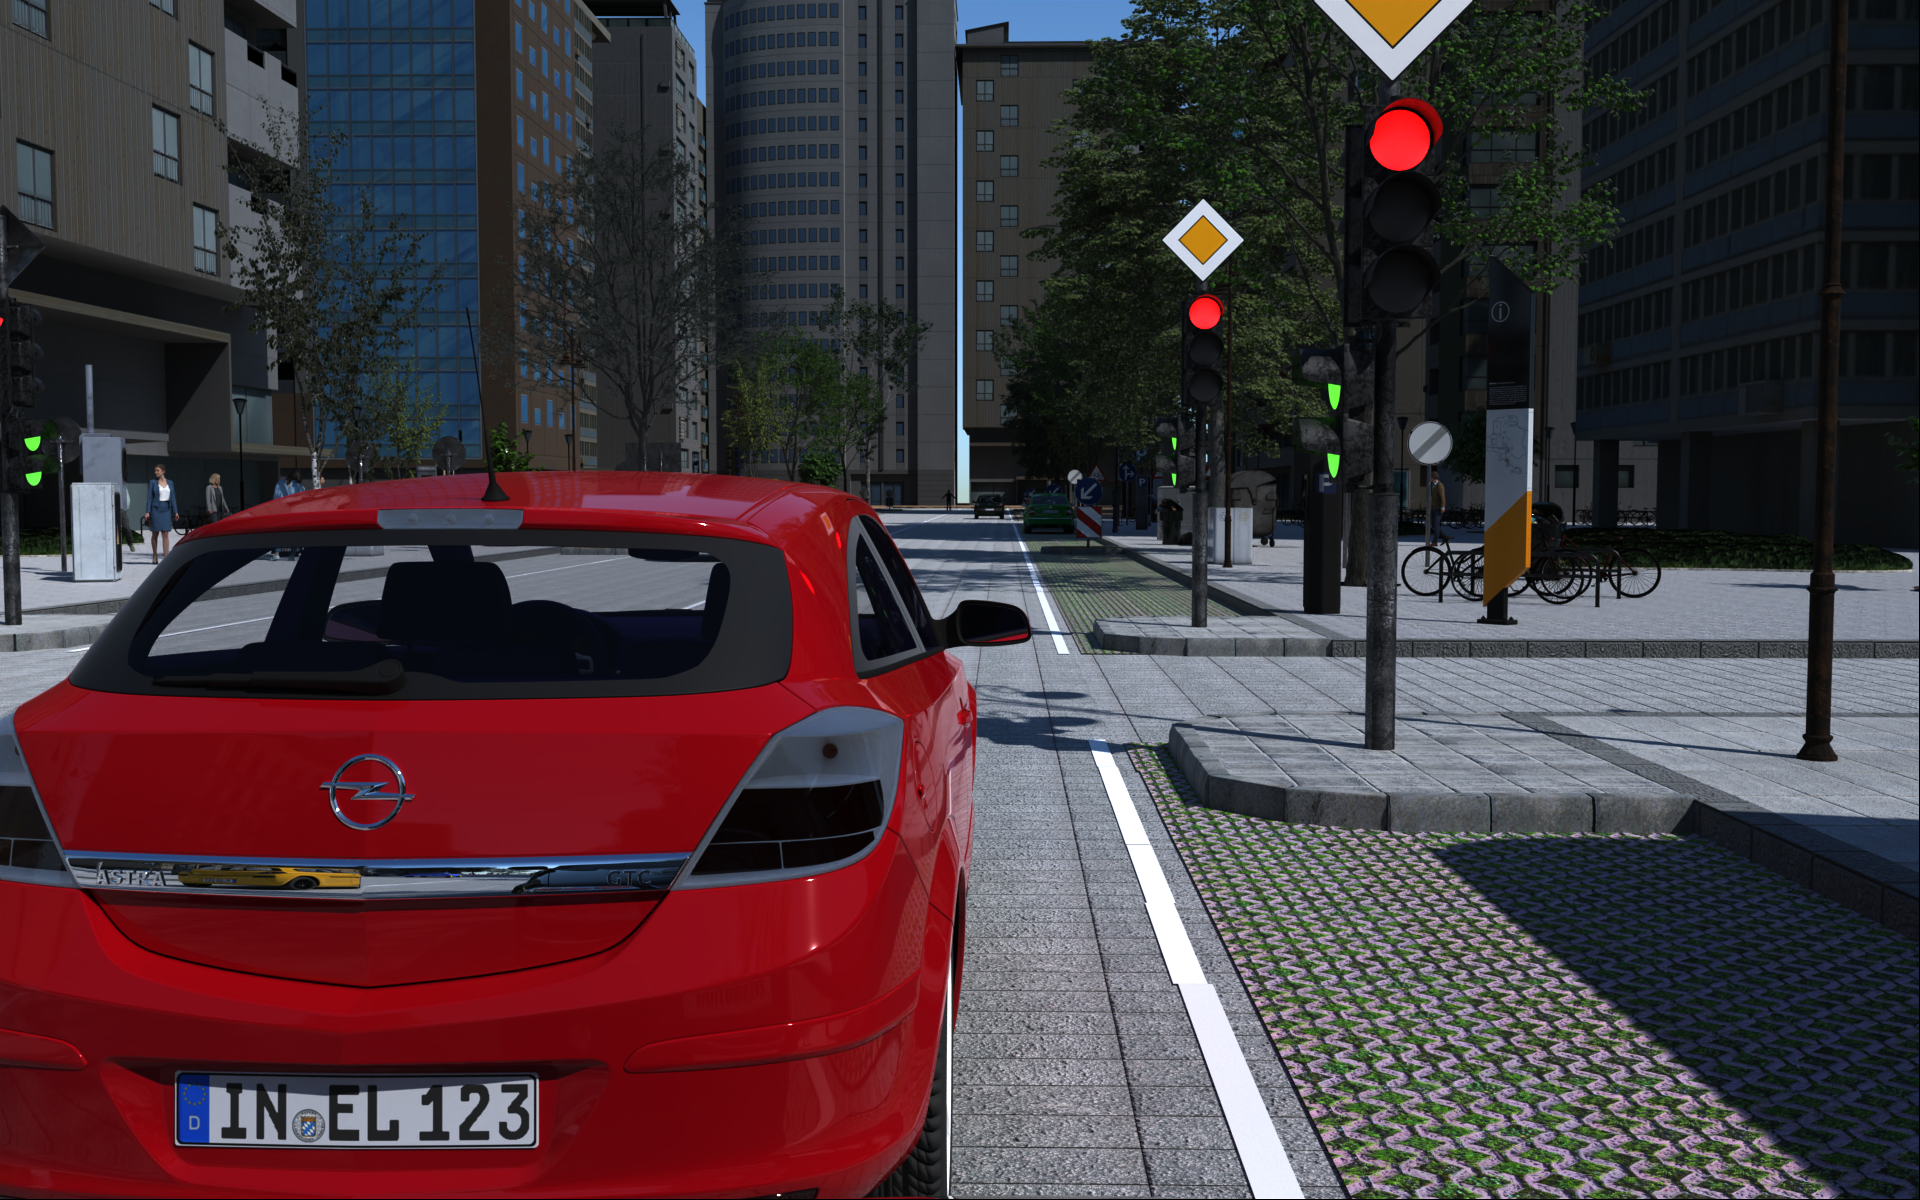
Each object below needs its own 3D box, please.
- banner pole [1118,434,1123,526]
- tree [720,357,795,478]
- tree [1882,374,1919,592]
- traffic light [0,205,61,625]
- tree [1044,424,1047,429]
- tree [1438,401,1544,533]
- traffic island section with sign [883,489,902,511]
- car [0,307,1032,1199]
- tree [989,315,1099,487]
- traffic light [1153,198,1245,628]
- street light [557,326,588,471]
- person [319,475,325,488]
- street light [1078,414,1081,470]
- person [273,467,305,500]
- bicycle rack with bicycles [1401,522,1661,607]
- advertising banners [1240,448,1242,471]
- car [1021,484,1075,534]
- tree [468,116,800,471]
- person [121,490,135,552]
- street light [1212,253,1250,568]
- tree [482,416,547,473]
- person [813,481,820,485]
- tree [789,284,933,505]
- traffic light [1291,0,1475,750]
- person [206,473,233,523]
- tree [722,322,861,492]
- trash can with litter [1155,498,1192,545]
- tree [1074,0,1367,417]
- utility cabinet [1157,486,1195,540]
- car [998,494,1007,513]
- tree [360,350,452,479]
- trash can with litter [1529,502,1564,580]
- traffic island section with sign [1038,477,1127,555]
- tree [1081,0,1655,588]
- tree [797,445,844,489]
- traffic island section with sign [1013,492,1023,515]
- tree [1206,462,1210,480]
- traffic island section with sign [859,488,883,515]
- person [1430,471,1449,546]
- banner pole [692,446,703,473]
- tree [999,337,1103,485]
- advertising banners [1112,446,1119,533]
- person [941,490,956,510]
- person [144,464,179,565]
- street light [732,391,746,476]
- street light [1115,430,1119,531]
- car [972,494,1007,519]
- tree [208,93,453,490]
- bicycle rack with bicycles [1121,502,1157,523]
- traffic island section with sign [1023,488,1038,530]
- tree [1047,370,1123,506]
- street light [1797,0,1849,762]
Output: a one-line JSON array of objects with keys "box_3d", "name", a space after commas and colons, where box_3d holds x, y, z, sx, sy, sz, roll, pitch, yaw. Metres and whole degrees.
[{"box_3d": [6.357, -4.859, 69.460, 0.401, 3.779, 0.863, 0, 4, 7], "name": "banner pole"}, {"box_3d": [-10.753, -8.580, 90.648, 4.737, 8.622, 4.395, 0, 3, 0], "name": "tree"}, {"box_3d": [12.986, -1.718, 22.694, 1.663, 3.219, 1.824, 0, 3, 0], "name": "tree"}, {"box_3d": [-9.267, -1.709, 16.867, 0.839, 4.253, 0.868, 0, 4, 1], "name": "traffic light"}, {"box_3d": [7.772, -10.600, 123.666, 4.737, 8.622, 4.395, 0, 3, 0], "name": "tree"}, {"box_3d": [17.631, -4.511, 57.472, 4.285, 4.588, 4.351, 0, 3, 0], "name": "tree"}, {"box_3d": [-5.864, -8.382, 145.672, 1.989, 1.847, 2.006, 0, 4, 1], "name": "traffic island section with sign"}, {"box_3d": [-0.869, 0.261, 4.777, 2.155, 1.783, 4.494, 0, 4, 1], "name": "car"}, {"box_3d": [10.007, -18.932, 165.435, 12.611, 20.169, 13.585, 0, 3, 0], "name": "tree"}, {"box_3d": [2.291, -1.693, 16.605, 0.839, 4.253, 0.868, 0, 4, 1], "name": "traffic light"}, {"box_3d": [-10.647, -4.583, 47.719, 0.468, 5.910, 1.993, 0, 4, 1], "name": "street light"}, {"box_3d": [-18.150, -2.613, 48.790, 0.620, 1.820, 0.660, -1, 4, -21], "name": "person"}, {"box_3d": [6.239, -7.244, 91.219, 0.468, 5.910, 1.993, 0, 4, 1], "name": "street light"}, {"box_3d": [-12.908, -1.647, 33.244, 0.793, 1.790, 0.793, 3, 5, 44], "name": "person"}, {"box_3d": [6.794, -0.466, 20.999, 2.925, 0.926, 2.852, 2, 4, 29], "name": "bicycle rack with bicycles"}, {"box_3d": [10.404, -4.192, 64.735, 0.090, 3.025, 2.074, 1, 4, 15], "name": "advertising banners"}, {"box_3d": [3.219, -3.332, 63.280, 1.959, 1.807, 4.718, 0, 4, 1], "name": "car"}, {"box_3d": [-10.430, -8.925, 56.293, 12.009, 13.543, 11.850, 0, 3, 0], "name": "tree"}, {"box_3d": [-18.761, -1.947, 38.365, 0.782, 1.767, 0.515, 0, 4, -6], "name": "person"}, {"box_3d": [4.679, -3.506, 30.110, 0.468, 5.910, 1.993, 0, 4, 1], "name": "street light"}, {"box_3d": [-11.278, -2.934, 42.568, 1.663, 3.219, 1.824, 0, 3, 0], "name": "tree"}, {"box_3d": [-4.231, -2.643, 51.736, 0.654, 1.822, 0.581, -1, 4, -11], "name": "person"}, {"box_3d": [-8.930, -18.351, 155.925, 12.611, 20.169, 13.585, 0, 3, 0], "name": "tree"}, {"box_3d": [2.098, -1.205, 8.622, 0.839, 4.253, 0.868, 0, 4, 1], "name": "traffic light"}, {"box_3d": [-18.745, -2.292, 43.703, 0.728, 1.800, 0.709, 2, 4, 25], "name": "person"}, {"box_3d": [-10.442, -11.049, 106.399, 9.928, 11.665, 9.643, 0, 3, 0], "name": "tree"}, {"box_3d": [5.497, -1.990, 43.923, 1.055, 1.170, 0.624, -3, 4, -37], "name": "trash can with litter"}, {"box_3d": [4.942, -7.194, 35.753, 7.486, 12.596, 7.792, 0, 3, 0], "name": "tree"}, {"box_3d": [5.989, -2.377, 47.536, 1.173, 1.500, 0.318, 3, 4, 37], "name": "utility cabinet"}, {"box_3d": [2.286, -6.914, 124.842, 2.131, 1.459, 4.920, 0, 4, 3], "name": "car"}, {"box_3d": [-28.632, -8.492, 89.201, 4.737, 8.622, 4.395, 0, 3, 0], "name": "tree"}, {"box_3d": [8.741, -0.894, 26.003, 0.624, 1.170, 1.055, 1, 4, 23], "name": "trash can with litter"}, {"box_3d": [2.944, -2.016, 41.594, 1.989, 1.847, 2.006, 0, 4, 1], "name": "traffic island section with sign"}, {"box_3d": [5.527, -5.987, 23.645, 9.928, 11.665, 9.643, 0, 3, 0], "name": "tree"}, {"box_3d": [-9.290, -8.011, 114.695, 4.285, 4.588, 4.351, 0, 3, 0], "name": "tree"}, {"box_3d": [4.803, -6.732, 118.700, 1.989, 1.847, 2.006, 0, 4, 1], "name": "traffic island section with sign"}, {"box_3d": [12.660, -5.634, 86.711, 1.663, 3.219, 1.824, 0, 3, 0], "name": "tree"}, {"box_3d": [-6.526, -6.734, 118.725, 1.989, 1.847, 2.006, 0, 4, 1], "name": "traffic island section with sign"}, {"box_3d": [11.749, -2.244, 42.648, 0.836, 1.842, 0.656, -3, 4, -36], "name": "person"}, {"box_3d": [-13.715, -6.166, 90.826, 0.863, 3.779, 0.401, 2, 4, 29], "name": "banner pole"}, {"box_3d": [7.328, -13.824, 132.683, 9.857, 13.997, 8.962, 0, 3, 0], "name": "tree"}, {"box_3d": [5.219, -3.769, 57.811, 0.090, 3.025, 2.074, 1, 4, 10], "name": "advertising banners"}, {"box_3d": [-0.984, -8.777, 152.028, 1.348, 1.821, 0.705, 0, 4, 1], "name": "person"}, {"box_3d": [-14.465, -1.547, 31.366, 0.581, 1.822, 0.654, -2, 4, -28], "name": "person"}, {"box_3d": [-9.966, -6.446, 78.172, 0.468, 5.910, 1.993, 0, 4, 1], "name": "street light"}, {"box_3d": [5.496, -5.382, 60.778, 0.468, 5.910, 1.993, 0, 4, 1], "name": "street light"}, {"box_3d": [1.685, -5.509, 99.866, 2.009, 1.686, 4.222, 0, 4, 1], "name": "car"}, {"box_3d": [-11.905, -5.005, 32.193, 4.360, 8.622, 3.978, 0, 3, 0], "name": "tree"}, {"box_3d": [8.819, -4.011, 78.970, 2.852, 0.926, 2.925, 3, 5, 44], "name": "bicycle rack with bicycles"}, {"box_3d": [3.584, -3.664, 68.542, 1.989, 1.847, 2.006, 0, 4, 1], "name": "traffic island section with sign"}, {"box_3d": [7.849, -9.390, 103.887, 4.737, 8.622, 4.395, 0, 3, 0], "name": "tree"}, {"box_3d": [4.151, -2.166, 8.209, 0.468, 5.910, 1.993, 0, 4, 1], "name": "street light"}]
